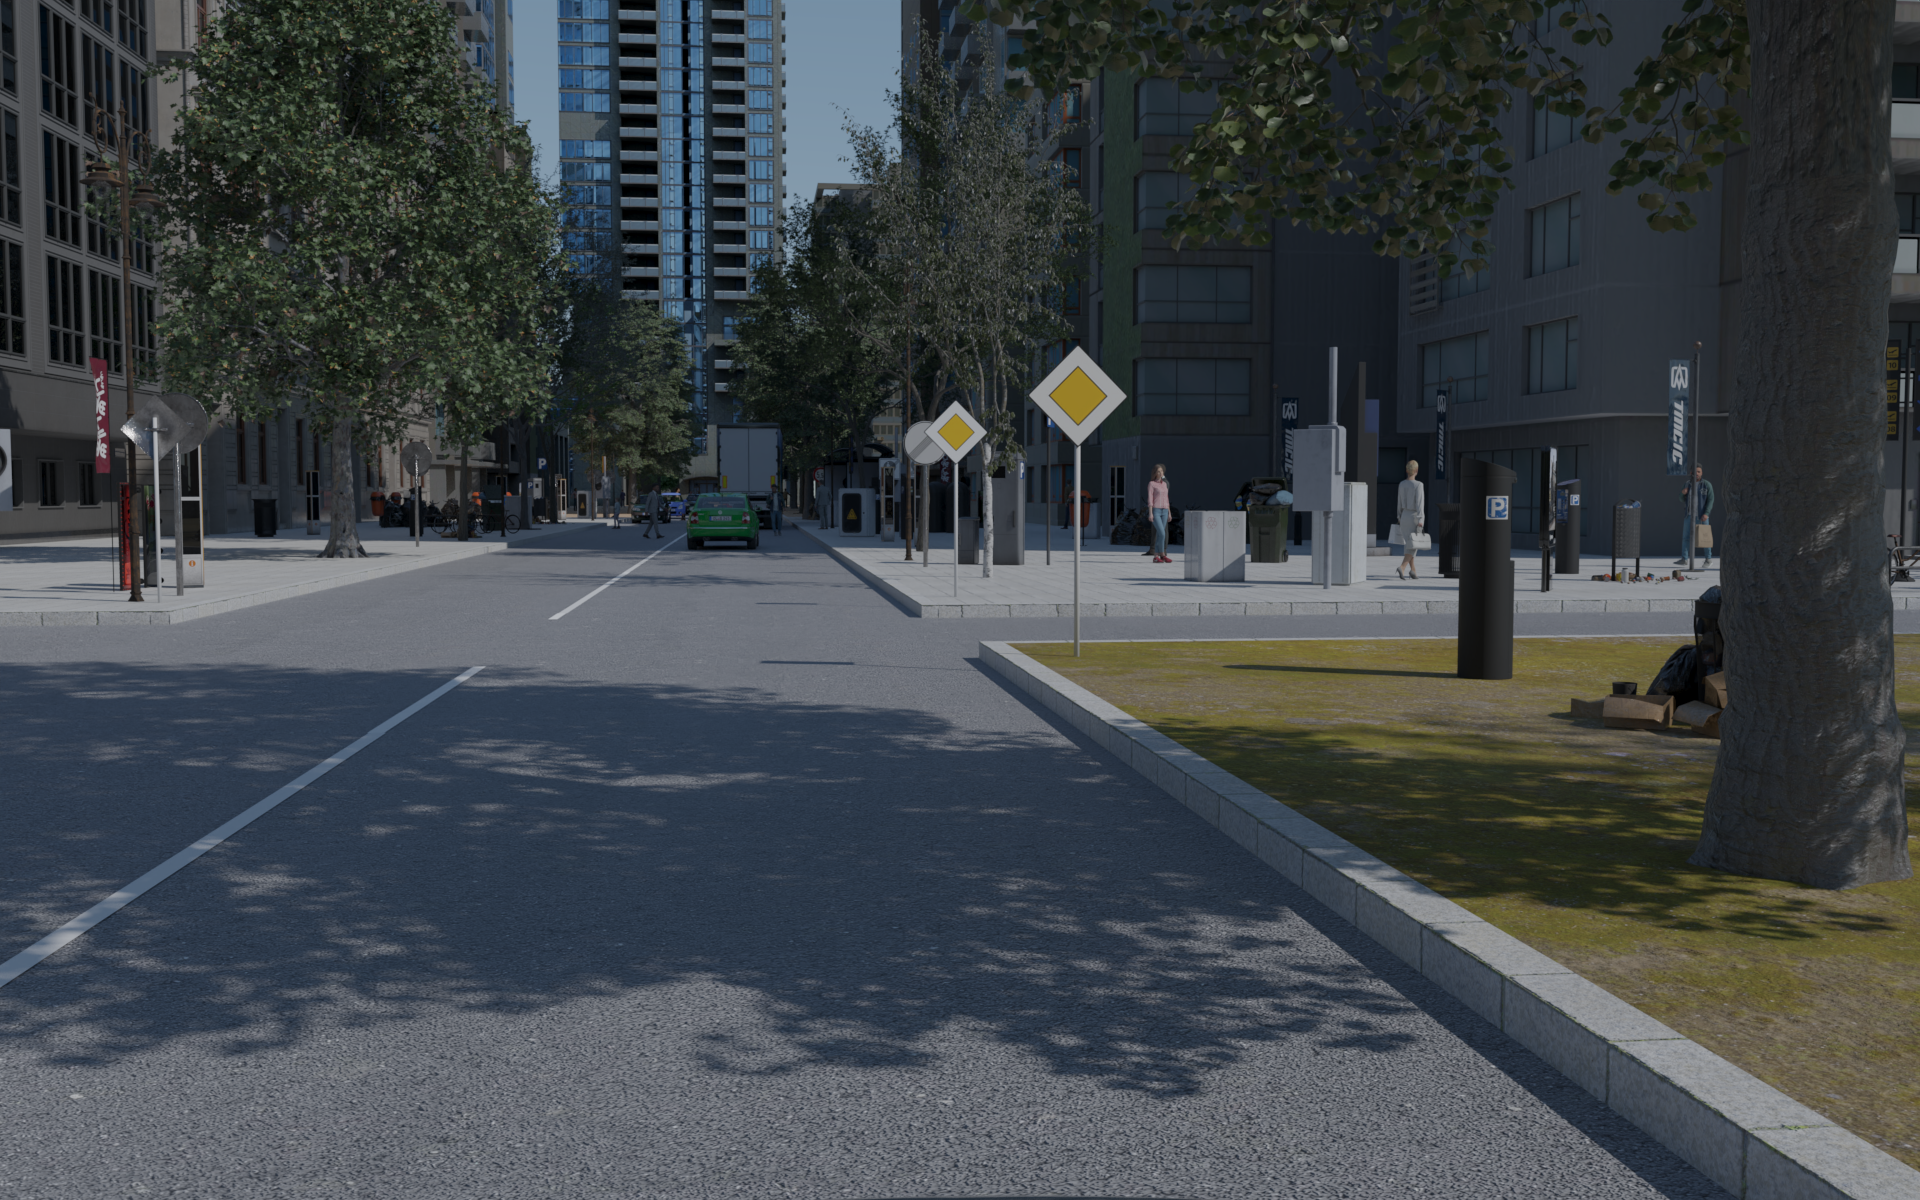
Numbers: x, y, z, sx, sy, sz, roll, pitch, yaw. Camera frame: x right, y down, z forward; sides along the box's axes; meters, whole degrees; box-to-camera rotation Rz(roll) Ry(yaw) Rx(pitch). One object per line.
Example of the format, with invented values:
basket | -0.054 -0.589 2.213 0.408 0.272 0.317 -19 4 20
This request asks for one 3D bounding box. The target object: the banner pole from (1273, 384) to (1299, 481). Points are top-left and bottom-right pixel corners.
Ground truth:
banner pole | 7.357 -3.021 39.412 0.863 3.779 0.401 -1 4 -23

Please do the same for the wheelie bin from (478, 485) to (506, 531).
wheelie bin | -16.335 -3.209 60.373 0.980 1.594 0.693 -3 5 -40

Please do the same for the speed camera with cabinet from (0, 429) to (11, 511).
speed camera with cabinet | -13.489 -1.722 22.496 0.660 3.252 2.038 2 4 35

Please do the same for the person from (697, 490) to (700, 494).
person | -23.200 -8.901 154.546 0.721 1.766 1.217 0 4 -2

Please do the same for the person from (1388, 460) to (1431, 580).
person | 6.681 -1.189 25.830 0.624 1.780 0.694 -1 4 -21

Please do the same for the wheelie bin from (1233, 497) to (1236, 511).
wheelie bin | 7.515 -2.249 44.685 0.693 1.594 0.980 3 5 40

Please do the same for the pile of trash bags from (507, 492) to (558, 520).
pile of trash bags | -21.773 -4.739 87.231 3.447 1.369 1.912 2 4 25

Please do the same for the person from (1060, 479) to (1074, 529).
person | 4.098 -3.516 63.435 0.836 1.842 0.656 1 4 22

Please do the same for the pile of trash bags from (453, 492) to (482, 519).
pile of trash bags | -25.309 -4.831 88.744 1.912 1.369 3.447 0 4 5

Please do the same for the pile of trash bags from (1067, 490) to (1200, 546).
pile of trash bags | 4.340 -2.057 43.378 3.447 1.369 1.912 -1 4 -15

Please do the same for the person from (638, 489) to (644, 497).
person | -29.006 -9.265 158.062 0.617 1.759 0.750 1 4 23

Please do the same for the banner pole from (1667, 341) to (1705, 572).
banner pole | 11.873 -2.347 28.383 0.863 3.779 0.401 -2 4 -26

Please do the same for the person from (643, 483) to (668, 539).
person | -9.853 -2.872 55.731 0.850 1.792 0.678 1 4 16

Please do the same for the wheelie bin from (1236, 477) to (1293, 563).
wheelie bin | 5.794 -1.497 32.391 0.980 1.594 0.693 2 4 26

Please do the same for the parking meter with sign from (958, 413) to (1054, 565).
parking meter with sign | 0.796 -2.144 31.313 1.738 3.016 0.543 1 4 16

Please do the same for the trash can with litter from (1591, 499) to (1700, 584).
trash can with litter | 10.223 -0.891 25.631 2.233 1.210 1.678 -2 4 -28

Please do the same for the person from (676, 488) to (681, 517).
person | -17.793 -6.166 109.324 0.705 1.823 1.348 0 4 -7

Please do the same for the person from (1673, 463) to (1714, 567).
person | 12.824 -1.471 30.084 0.713 1.824 0.794 -1 4 -23

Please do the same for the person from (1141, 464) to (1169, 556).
person | 4.063 -1.856 35.751 0.474 1.900 0.648 -1 4 -16

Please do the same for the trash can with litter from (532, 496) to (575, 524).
trash can with litter | -17.487 -3.818 73.490 2.233 1.210 1.678 0 4 6

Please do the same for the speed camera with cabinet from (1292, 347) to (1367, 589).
speed camera with cabinet | 5.164 -1.822 24.119 0.660 3.252 2.038 2 4 26

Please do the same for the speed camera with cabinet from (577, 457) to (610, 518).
speed camera with cabinet | -19.376 -5.945 91.528 2.038 3.252 0.660 3 4 37

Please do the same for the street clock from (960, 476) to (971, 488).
street clock | 0.221 -4.033 70.505 0.358 2.002 0.471 -2 4 -28

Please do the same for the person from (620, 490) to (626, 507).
person | -32.438 -9.767 166.655 0.541 1.710 0.530 -1 4 -13

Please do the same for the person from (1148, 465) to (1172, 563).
person | 3.687 -1.595 32.128 0.388 1.821 0.555 3 5 41

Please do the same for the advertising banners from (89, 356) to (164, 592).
advertising banners | -11.091 -1.643 23.056 0.090 3.025 2.074 0 4 -3

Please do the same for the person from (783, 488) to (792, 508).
person | -16.155 -9.417 160.103 1.348 1.812 0.705 -1 4 -11

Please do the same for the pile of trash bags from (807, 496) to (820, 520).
pile of trash bags | -7.217 -5.027 91.942 1.912 1.369 3.447 0 4 7

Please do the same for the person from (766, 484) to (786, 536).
person | -6.347 -3.104 59.596 0.623 1.781 0.721 -2 4 -25

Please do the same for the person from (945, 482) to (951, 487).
person | -0.333 -3.465 63.528 0.643 1.720 0.563 2 4 33

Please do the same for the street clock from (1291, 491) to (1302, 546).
street clock | 8.440 -2.363 43.201 0.358 2.002 0.471 1 4 17

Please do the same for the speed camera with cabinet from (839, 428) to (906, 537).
speed camera with cabinet | -2.600 -3.505 51.636 2.038 3.252 0.660 1 4 22

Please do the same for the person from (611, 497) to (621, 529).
person | -14.162 -3.583 71.354 0.394 1.301 0.425 0 4 2

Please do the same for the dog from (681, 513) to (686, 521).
dog | -15.108 -4.517 94.049 0.550 0.427 0.748 2 4 25

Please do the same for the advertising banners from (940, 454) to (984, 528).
advertising banners | 0.184 -4.212 65.050 2.074 3.025 0.090 0 4 6

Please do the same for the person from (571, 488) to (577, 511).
person | -28.914 -7.574 130.592 0.721 1.736 1.217 2 4 29

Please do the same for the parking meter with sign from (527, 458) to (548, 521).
parking meter with sign | -20.416 -5.301 82.931 0.543 3.016 1.738 1 4 19

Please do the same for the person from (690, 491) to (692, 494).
person | -22.537 -8.290 144.979 0.756 1.711 0.436 1 4 20

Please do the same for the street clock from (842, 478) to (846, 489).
street clock | -4.796 -4.277 74.506 0.471 2.002 0.358 1 4 14

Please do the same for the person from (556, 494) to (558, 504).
person | -26.349 -6.406 114.008 0.599 1.433 0.991 -3 5 -42

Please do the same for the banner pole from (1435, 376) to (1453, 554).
banner pole | 10.262 -2.857 36.726 0.401 3.779 0.863 3 5 41

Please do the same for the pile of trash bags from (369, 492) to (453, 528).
pile of trash bags | -21.379 -3.463 66.380 1.912 1.369 3.447 1 4 19

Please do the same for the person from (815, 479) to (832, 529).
person | -4.977 -3.471 62.901 0.391 1.810 0.635 3 5 43
